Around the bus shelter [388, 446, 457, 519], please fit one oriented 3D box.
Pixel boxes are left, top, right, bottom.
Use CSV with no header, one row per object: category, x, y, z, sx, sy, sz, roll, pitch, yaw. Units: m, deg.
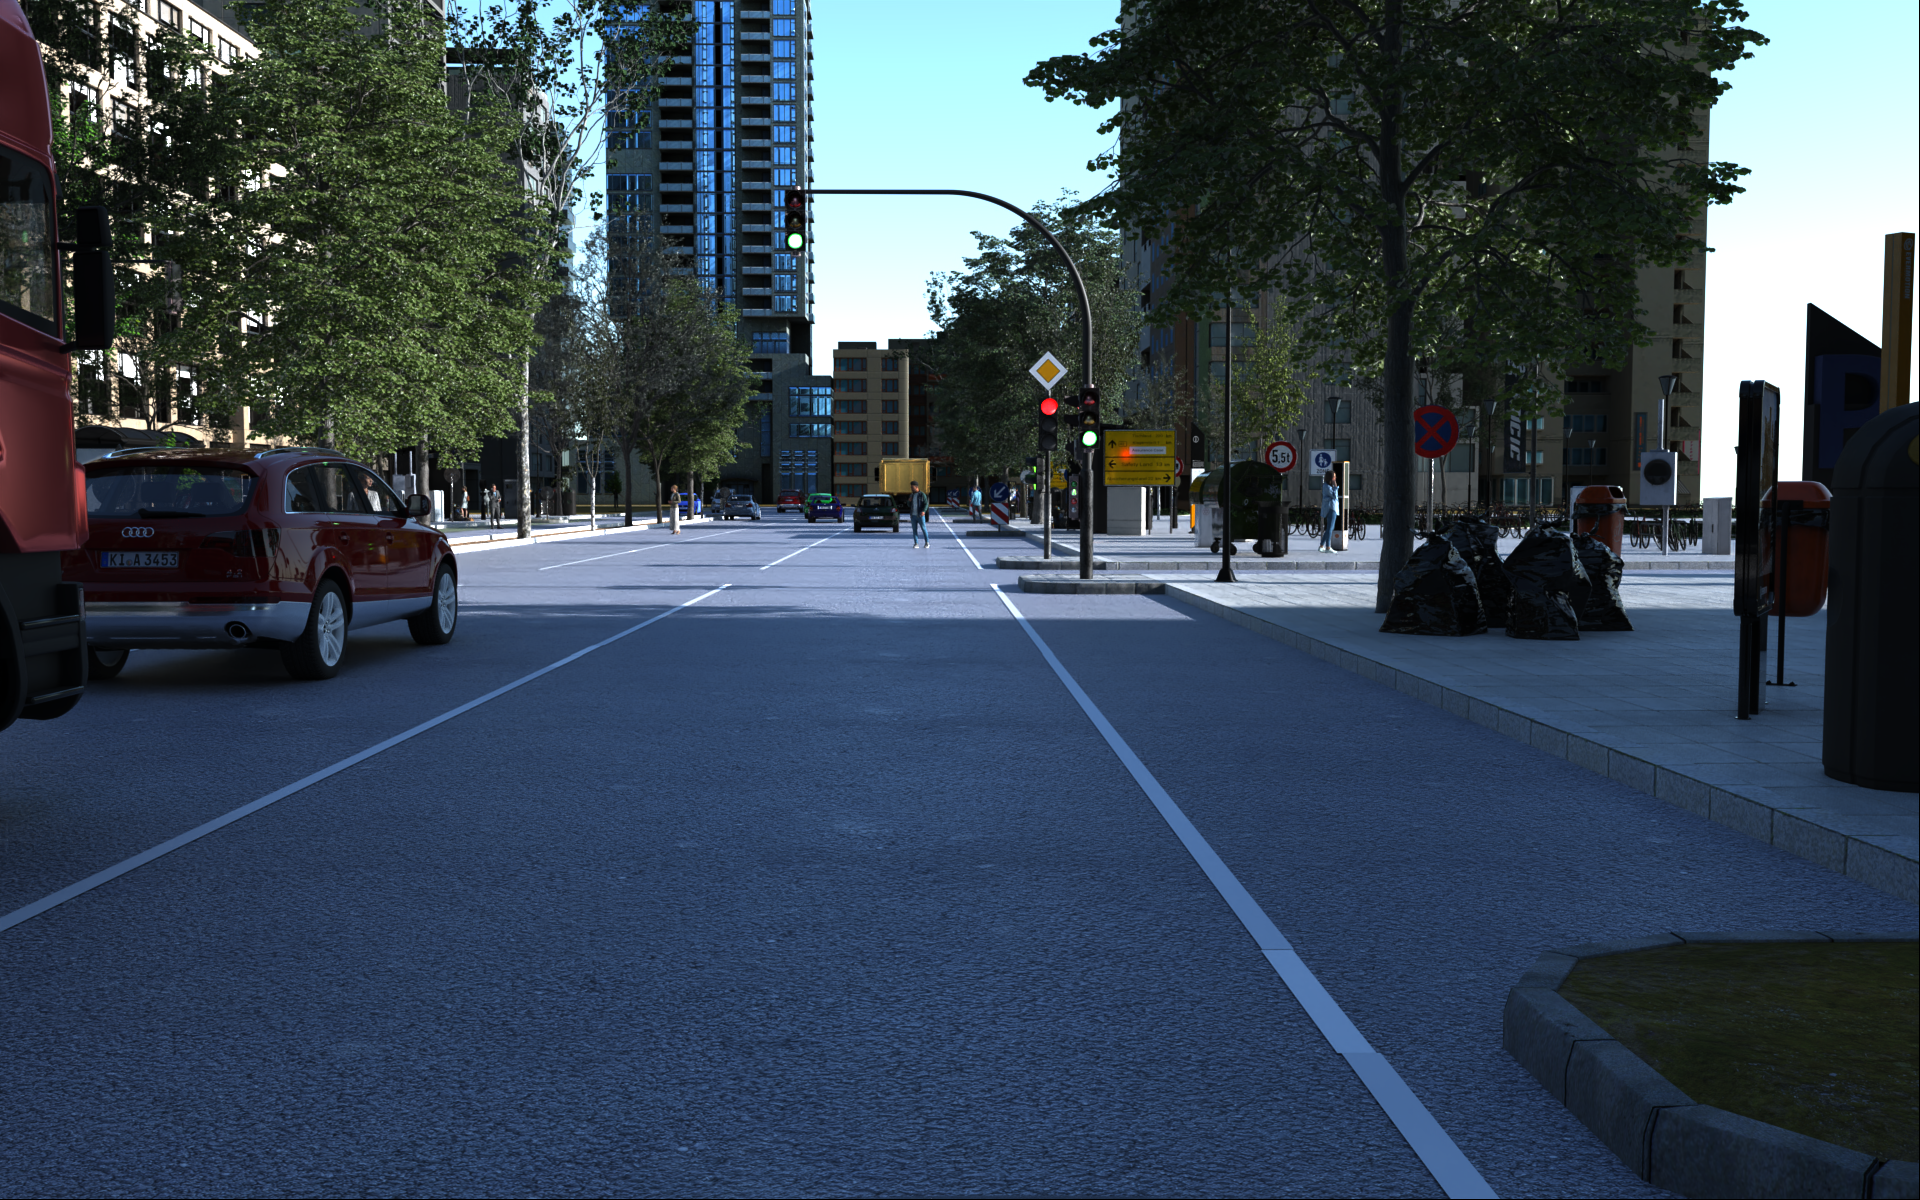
bus shelter,-26.815,-5.830,86.603,1.731,3.624,6.357,0,4,-1

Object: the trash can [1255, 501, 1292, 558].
trash can,6.351,-1.437,35.146,0.748,1.137,0.748,0,3,0

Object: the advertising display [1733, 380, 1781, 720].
advertising display,4.683,-0.304,10.183,0.123,1.923,0.974,2,4,31

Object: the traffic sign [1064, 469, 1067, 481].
traffic sign,5.167,-4.887,80.009,0.768,2.556,0.104,0,4,2

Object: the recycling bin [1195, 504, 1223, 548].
recycling bin,6.067,-1.789,41.797,0.722,1.027,0.722,0,3,0

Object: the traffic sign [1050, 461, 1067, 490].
traffic sign,6.111,-6.695,103.332,2.265,3.308,0.079,0,4,3

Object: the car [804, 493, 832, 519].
car,-8.154,-5.672,101.540,1.959,1.807,4.718,0,4,-2

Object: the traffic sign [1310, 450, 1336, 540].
traffic sign,8.313,-2.299,39.726,0.606,2.300,0.079,0,4,6

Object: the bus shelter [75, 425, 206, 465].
bus shelter,-25.402,-3.644,53.498,2.014,3.302,5.546,0,4,-1

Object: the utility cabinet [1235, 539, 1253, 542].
utility cabinet,7.634,-2.318,46.573,0.318,1.500,1.173,1,4,20

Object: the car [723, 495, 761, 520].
car,-12.090,-5.147,96.158,2.014,1.417,4.499,0,4,-1

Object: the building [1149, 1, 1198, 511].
building,22.776,-29.711,135.884,14.600,45.320,14.200,0,4,-1

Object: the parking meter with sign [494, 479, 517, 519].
parking meter with sign,-23.238,-5.709,89.608,1.738,3.016,0.543,-1,4,-9

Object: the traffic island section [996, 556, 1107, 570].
traffic island section,1.749,-0.728,34.182,2.009,0.180,2.903,0,4,-1

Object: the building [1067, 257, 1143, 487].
building,20.661,-27.072,214.331,14.107,30.474,14.160,0,4,-1

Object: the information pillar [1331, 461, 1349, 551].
information pillar,8.577,-2.117,39.102,0.304,2.012,0.304,2,4,34

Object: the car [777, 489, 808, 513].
car,-13.004,-7.683,134.295,2.281,1.827,5.304,0,3,0

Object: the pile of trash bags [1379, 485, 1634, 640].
pile of trash bags,5.597,-0.427,16.729,1.912,1.369,3.447,3,5,42

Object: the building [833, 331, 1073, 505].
building,-0.982,-22.984,220.820,28.899,21.520,27.650,0,4,-1

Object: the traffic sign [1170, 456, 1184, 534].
traffic sign,6.866,-3.434,56.254,0.768,2.556,0.104,0,4,4

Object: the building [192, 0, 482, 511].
building,-48.458,-42.428,131.945,20.563,71.187,20.611,0,4,-1

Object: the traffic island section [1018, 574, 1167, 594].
traffic island section,1.923,-0.240,26.199,2.009,0.180,2.903,0,4,-1

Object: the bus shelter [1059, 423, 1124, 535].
bus shelter,4.343,-4.077,57.942,1.731,3.624,6.357,0,4,-1

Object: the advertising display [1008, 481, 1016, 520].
advertising display,2.601,-4.982,86.673,0.123,1.923,0.974,1,4,22

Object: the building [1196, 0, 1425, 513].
building,23.442,-26.728,120.604,14.154,41.232,14.086,0,4,-1

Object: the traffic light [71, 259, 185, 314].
traffic light,-17.557,-3.609,33.670,4.771,5.953,1.251,0,4,-1

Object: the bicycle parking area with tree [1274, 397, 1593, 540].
bicycle parking area with tree,13.545,-3.977,52.027,8.231,4.147,9.016,0,4,-2

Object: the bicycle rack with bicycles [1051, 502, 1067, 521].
bicycle rack with bicycles,4.668,-4.206,82.150,2.925,0.926,2.852,3,5,40

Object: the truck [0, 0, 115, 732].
truck,-5.070,-0.874,3.204,2.839,4.237,11.283,0,4,-2

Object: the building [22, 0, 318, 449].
building,-46.971,-17.141,84.772,19.350,26.468,34.151,0,4,-1

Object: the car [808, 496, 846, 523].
car,-6.711,-4.553,87.028,1.945,1.354,3.894,0,4,-2

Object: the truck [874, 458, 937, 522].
truck,-2.927,-5.905,92.465,3.469,3.379,9.791,0,4,-1

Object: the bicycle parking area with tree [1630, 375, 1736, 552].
bicycle parking area with tree,19.626,-3.335,41.534,8.231,4.147,9.016,1,4,20

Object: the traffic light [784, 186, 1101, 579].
traffic light,-0.207,-3.133,25.897,4.771,5.953,1.251,0,4,-1

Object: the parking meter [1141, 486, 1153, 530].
parking meter,6.722,-3.464,62.346,0.399,1.863,0.255,3,5,39

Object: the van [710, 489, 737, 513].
van,-18.031,-7.687,132.685,2.013,2.044,4.112,0,4,-1

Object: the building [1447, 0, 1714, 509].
building,57.304,-32.898,161.587,21.600,48.544,21.300,0,4,-1

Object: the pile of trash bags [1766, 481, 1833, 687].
pile of trash bags,6.804,-0.076,11.001,3.447,1.369,1.912,2,4,34

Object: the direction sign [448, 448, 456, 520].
direction sign,-25.053,-5.714,85.427,0.379,3.537,0.876,-3,4,-38

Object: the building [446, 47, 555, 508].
building,-45.973,-29.261,162.017,14.086,41.232,14.154,0,4,-1

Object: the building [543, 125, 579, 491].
building,-63.274,-36.518,216.669,30.456,49.044,23.786,0,4,-1

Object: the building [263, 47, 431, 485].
building,-44.603,-21.054,115.940,14.160,30.474,14.107,0,4,-1

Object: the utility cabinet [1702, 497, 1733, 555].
utility cabinet,16.174,-1.582,37.032,0.306,1.237,1.020,0,4,6

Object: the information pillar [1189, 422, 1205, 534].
information pillar,7.715,-3.975,56.352,0.504,3.616,0.183,-1,4,-23

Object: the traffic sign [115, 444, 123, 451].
traffic sign,-21.776,-2.745,44.882,0.884,2.594,0.081,0,4,8

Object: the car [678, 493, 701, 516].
car,-18.203,-6.459,115.188,1.945,1.707,3.694,0,4,-2

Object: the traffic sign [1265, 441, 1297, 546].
traffic sign,7.646,-2.522,41.336,0.768,2.556,0.104,0,4,6

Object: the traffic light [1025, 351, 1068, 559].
traffic light,1.709,-2.761,34.067,0.839,4.253,0.868,0,4,-1

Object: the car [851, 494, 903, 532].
car,-3.177,-3.442,66.068,2.009,1.686,4.222,0,4,-2

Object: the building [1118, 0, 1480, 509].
building,29.326,-34.750,157.395,28.713,52.752,27.495,0,4,-1

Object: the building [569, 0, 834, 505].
building,-31.217,-55.186,214.966,31.000,86.520,22.319,0,4,-1

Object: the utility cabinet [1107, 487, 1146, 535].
utility cabinet,5.110,-2.721,53.171,1.173,1.500,0.318,2,4,32

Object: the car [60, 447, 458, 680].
car,-5.888,-0.381,14.902,2.281,1.827,5.304,0,4,-1

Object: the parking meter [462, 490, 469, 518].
parking meter,-26.206,-5.098,91.764,0.372,1.533,0.369,0,3,0

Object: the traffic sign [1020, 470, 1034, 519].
traffic sign,3.483,-5.499,90.020,0.768,2.556,0.104,0,4,5

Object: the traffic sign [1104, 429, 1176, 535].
traffic sign,5.657,-3.711,54.549,2.265,3.308,0.079,0,4,8
